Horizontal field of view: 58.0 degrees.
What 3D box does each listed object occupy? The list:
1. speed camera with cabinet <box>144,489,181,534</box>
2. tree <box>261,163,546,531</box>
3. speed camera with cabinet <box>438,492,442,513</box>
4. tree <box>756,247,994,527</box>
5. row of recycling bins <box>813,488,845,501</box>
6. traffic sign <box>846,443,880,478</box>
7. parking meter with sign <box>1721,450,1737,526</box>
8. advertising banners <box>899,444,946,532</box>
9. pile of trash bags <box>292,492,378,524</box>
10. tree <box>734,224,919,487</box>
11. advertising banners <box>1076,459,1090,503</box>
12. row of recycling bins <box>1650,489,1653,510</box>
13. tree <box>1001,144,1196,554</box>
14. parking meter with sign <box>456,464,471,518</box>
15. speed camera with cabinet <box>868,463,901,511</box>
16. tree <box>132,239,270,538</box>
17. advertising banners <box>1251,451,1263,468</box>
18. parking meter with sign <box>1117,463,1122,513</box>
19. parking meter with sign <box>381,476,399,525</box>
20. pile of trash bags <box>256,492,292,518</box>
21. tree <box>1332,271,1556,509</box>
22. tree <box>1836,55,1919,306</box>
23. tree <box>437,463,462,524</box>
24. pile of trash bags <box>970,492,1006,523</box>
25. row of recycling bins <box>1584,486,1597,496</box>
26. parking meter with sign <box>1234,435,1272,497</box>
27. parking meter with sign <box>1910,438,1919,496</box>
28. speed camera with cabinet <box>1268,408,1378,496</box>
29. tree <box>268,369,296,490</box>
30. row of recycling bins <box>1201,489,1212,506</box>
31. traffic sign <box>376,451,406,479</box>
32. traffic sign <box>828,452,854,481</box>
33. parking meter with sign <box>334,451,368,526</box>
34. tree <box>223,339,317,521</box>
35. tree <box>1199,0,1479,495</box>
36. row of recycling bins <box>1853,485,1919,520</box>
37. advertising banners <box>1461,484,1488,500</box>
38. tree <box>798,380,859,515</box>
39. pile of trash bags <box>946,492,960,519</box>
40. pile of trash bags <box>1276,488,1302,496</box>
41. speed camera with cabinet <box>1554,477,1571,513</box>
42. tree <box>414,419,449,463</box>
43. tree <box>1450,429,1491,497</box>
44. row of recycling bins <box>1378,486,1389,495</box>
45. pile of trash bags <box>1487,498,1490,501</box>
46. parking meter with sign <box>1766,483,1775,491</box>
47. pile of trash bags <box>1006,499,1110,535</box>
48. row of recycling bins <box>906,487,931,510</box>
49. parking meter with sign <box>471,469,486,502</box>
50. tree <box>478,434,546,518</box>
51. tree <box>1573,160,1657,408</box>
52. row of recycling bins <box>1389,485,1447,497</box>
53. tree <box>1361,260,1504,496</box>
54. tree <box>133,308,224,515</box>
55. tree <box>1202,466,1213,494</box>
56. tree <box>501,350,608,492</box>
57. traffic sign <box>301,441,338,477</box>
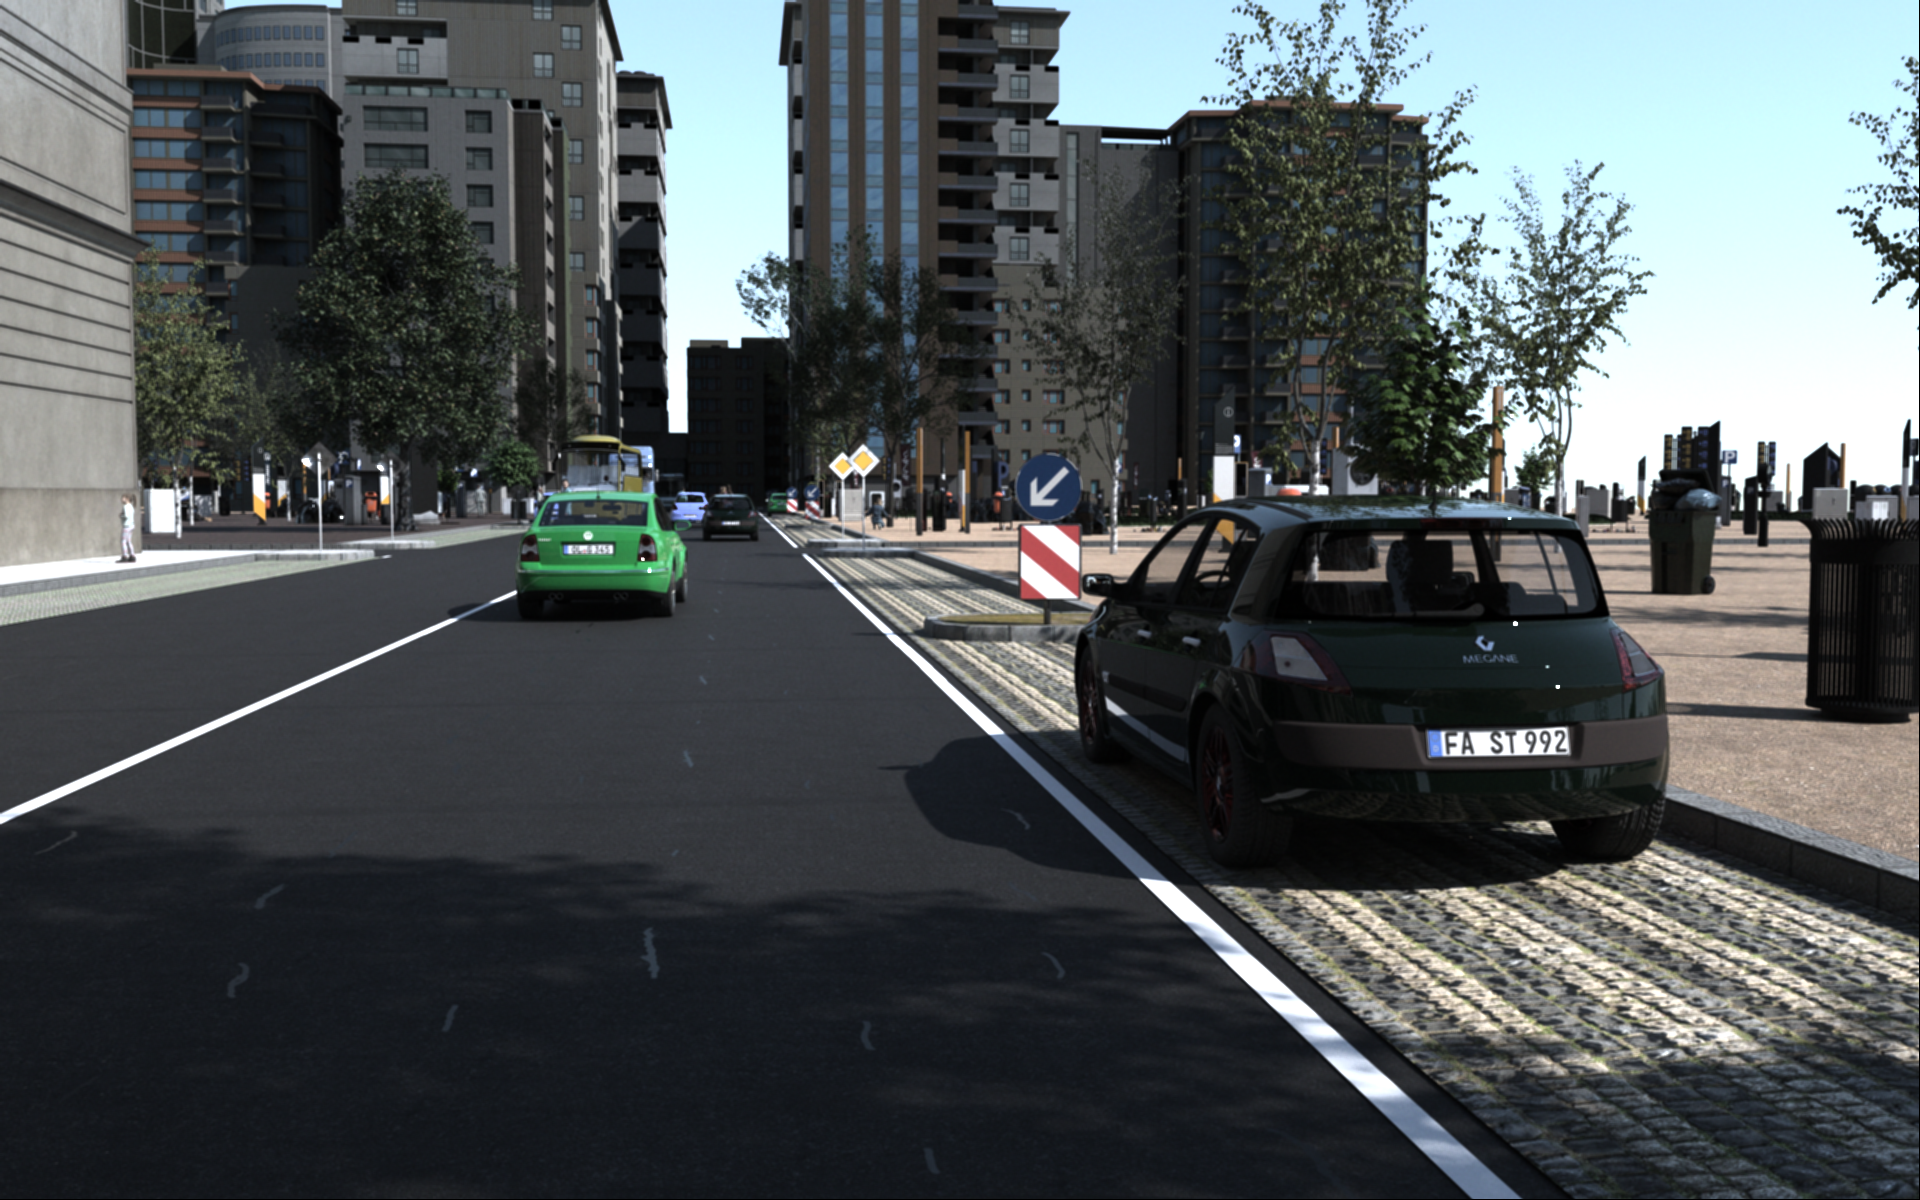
[{"bbox_3d":[-26.487,-3.788,56.271,2.038,3.252,0.660,-3,5,-43],"label":"speed camera with cabinet"},{"bbox_3d":[-19.338,-8.753,60.125,9.611,12.733,9.660,0,3,0],"label":"tree"},{"bbox_3d":[-35.068,-7.308,113.825,0.660,3.252,2.038,3,4,38],"label":"speed camera with cabinet"},{"bbox_3d":[-2.783,-8.078,66.483,8.767,10.594,7.601,0,4,7],"label":"tree"},{"bbox_3d":[-8.292,-6.379,111.417,1.069,1.692,3.534,2,4,28],"label":"row of recycling bins"},{"bbox_3d":[-2.203,-2.306,39.895,0.795,2.593,0.064,0,4,-7],"label":"traffic sign"},{"bbox_3d":[30.776,-4.491,69.692,0.543,3.016,1.738,1,4,14],"label":"parking meter with sign"},{"bbox_3d":[-1.317,-3.894,59.852,2.074,3.025,0.090,3,5,40],"label":"advertising banners"},{"bbox_3d":[-27.352,-4.054,76.033,3.447,1.369,1.912,-1,4,-21],"label":"pile of trash bags"},{"bbox_3d":[-8.687,-16.194,120.663,12.611,20.169,13.585,0,3,0],"label":"tree"},{"bbox_3d":[5.603,-5.059,78.908,0.090,3.025,2.074,-1,4,-12],"label":"advertising banners"},{"bbox_3d":[41.023,-5.573,98.228,3.534,1.692,1.069,0,4,7],"label":"row of recycling bins"},{"bbox_3d":[3.195,-5.296,36.947,4.360,8.622,3.978,0,3,0],"label":"tree"},{"bbox_3d":[-26.772,-5.912,92.925,0.543,3.016,1.738,-1,4,-9],"label":"parking meter with sign"},{"bbox_3d":[-4.782,-7.063,109.824,2.038,3.252,0.660,-1,4,-11],"label":"speed camera with cabinet"},{"bbox_3d":[-22.676,-6.093,49.986,4.737,8.622,4.395,0,3,0],"label":"tree"},{"bbox_3d":[12.770,-4.526,70.181,2.074,3.025,0.090,0,4,-5],"label":"advertising banners"},{"bbox_3d":[9.005,-6.252,98.474,0.543,3.016,1.738,1,4,9],"label":"parking meter with sign"},{"bbox_3d":[-23.538,-4.699,73.096,1.738,3.016,0.543,-1,4,-11],"label":"parking meter with sign"},{"bbox_3d":[-37.415,-5.178,94.418,1.912,1.369,3.447,-1,4,-8],"label":"pile of trash bags"},{"bbox_3d":[4.115,-1.252,15.078,1.663,3.219,1.824,0,3,0],"label":"tree"},{"bbox_3d":[16.290,-4.728,27.662,4.737,8.622,4.395,0,3,0],"label":"tree"},{"bbox_3d":[-22.172,-4.910,74.882,1.663,3.219,1.824,0,3,0],"label":"tree"},{"bbox_3d":[1.447,-4.159,77.752,1.912,1.369,3.447,-1,4,-10],"label":"pile of trash bags"},{"bbox_3d":[34.377,-5.355,94.668,1.069,1.692,3.534,1,4,16],"label":"row of recycling bins"},{"bbox_3d":[8.657,-3.303,50.268,1.738,3.016,0.543,3,5,41],"label":"parking meter with sign"},{"bbox_3d":[30.701,-3.540,54.146,1.738,3.016,0.543,1,4,11],"label":"parking meter with sign"},{"bbox_3d":[6.760,-2.316,32.209,2.038,3.252,0.660,-1,4,-20],"label":"speed camera with cabinet"},{"bbox_3d":[-39.684,-9.080,98.825,4.737,8.622,4.395,0,3,0],"label":"tree"},{"bbox_3d":[17.360,-7.001,121.578,1.069,1.692,3.534,0,4,8],"label":"row of recycling bins"},{"bbox_3d":[-15.214,-2.699,46.311,0.795,2.593,0.064,0,4,-7],"label":"traffic sign"},{"bbox_3d":[-3.214,-2.791,47.816,0.795,2.593,0.064,0,4,-7],"label":"traffic sign"},{"bbox_3d":[-24.717,-4.544,70.560,0.543,3.016,1.738,0,4,5],"label":"parking meter with sign"},{"bbox_3d":[-31.920,-8.042,81.843,4.360,8.622,3.978,0,3,0],"label":"tree"},{"bbox_3d":[5.162,-4.523,24.312,4.737,8.622,4.395,0,3,0],"label":"tree"},{"bbox_3d":[40.576,-4.192,75.650,3.534,1.692,1.069,-1,4,-17],"label":"row of recycling bins"},{"bbox_3d":[36.299,-7.716,122.350,2.074,3.025,0.090,1,4,14],"label":"advertising banners"},{"bbox_3d":[-7.690,-9.424,104.450,4.737,8.622,4.395,0,3,0],"label":"tree"},{"bbox_3d":[-0.273,-4.948,90.648,1.912,1.369,3.447,-1,4,-17],"label":"pile of trash bags"},{"bbox_3d":[5.913,-1.184,29.103,1.912,1.369,3.447,2,4,25],"label":"pile of trash bags"},{"bbox_3d":[41.653,-7.665,119.658,0.660,3.252,2.038,3,4,36],"label":"speed camera with cabinet"},{"bbox_3d":[-33.071,-9.629,107.790,4.360,8.622,3.978,0,3,0],"label":"tree"},{"bbox_3d":[23.034,-5.914,80.401,4.285,4.588,4.351,0,3,0],"label":"tree"},{"bbox_3d":[20.502,-4.744,84.674,3.534,1.692,1.069,0,4,-2],"label":"row of recycling bins"},{"bbox_3d":[36.392,-6.519,116.346,1.912,1.369,3.447,2,4,28],"label":"pile of trash bags"},{"bbox_3d":[54.285,-7.327,116.056,1.738,3.016,0.543,-3,5,-42],"label":"parking meter with sign"},{"bbox_3d":[3.201,-2.701,53.914,1.912,1.369,3.447,2,4,32],"label":"pile of trash bags"},{"bbox_3d":[-2.463,-5.906,103.679,1.069,1.692,3.534,1,4,12],"label":"row of recycling bins"},{"bbox_3d":[-32.903,-7.476,118.501,0.543,3.016,1.738,-3,5,-40],"label":"parking meter with sign"},{"bbox_3d":[-23.694,-6.627,92.057,4.285,4.588,4.351,0,3,0],"label":"tree"},{"bbox_3d":[12.812,-5.335,37.583,4.737,8.622,4.395,0,3,0],"label":"tree"},{"bbox_3d":[20.145,-4.188,75.584,1.069,1.692,3.534,-1,4,-13],"label":"row of recycling bins"},{"bbox_3d":[14.883,-6.375,54.597,4.360,8.622,3.978,0,3,0],"label":"tree"},{"bbox_3d":[-30.987,-7.043,65.508,4.360,8.622,3.978,0,3,0],"label":"tree"},{"bbox_3d":[17.049,-7.531,117.732,1.663,3.219,1.824,0,3,0],"label":"tree"},{"bbox_3d":[-26.493,-10.906,112.731,7.601,10.594,8.767,-1,4,-14],"label":"tree"},{"bbox_3d":[-14.203,-2.214,38.390,0.795,2.593,0.064,0,4,-7],"label":"traffic sign"}]
